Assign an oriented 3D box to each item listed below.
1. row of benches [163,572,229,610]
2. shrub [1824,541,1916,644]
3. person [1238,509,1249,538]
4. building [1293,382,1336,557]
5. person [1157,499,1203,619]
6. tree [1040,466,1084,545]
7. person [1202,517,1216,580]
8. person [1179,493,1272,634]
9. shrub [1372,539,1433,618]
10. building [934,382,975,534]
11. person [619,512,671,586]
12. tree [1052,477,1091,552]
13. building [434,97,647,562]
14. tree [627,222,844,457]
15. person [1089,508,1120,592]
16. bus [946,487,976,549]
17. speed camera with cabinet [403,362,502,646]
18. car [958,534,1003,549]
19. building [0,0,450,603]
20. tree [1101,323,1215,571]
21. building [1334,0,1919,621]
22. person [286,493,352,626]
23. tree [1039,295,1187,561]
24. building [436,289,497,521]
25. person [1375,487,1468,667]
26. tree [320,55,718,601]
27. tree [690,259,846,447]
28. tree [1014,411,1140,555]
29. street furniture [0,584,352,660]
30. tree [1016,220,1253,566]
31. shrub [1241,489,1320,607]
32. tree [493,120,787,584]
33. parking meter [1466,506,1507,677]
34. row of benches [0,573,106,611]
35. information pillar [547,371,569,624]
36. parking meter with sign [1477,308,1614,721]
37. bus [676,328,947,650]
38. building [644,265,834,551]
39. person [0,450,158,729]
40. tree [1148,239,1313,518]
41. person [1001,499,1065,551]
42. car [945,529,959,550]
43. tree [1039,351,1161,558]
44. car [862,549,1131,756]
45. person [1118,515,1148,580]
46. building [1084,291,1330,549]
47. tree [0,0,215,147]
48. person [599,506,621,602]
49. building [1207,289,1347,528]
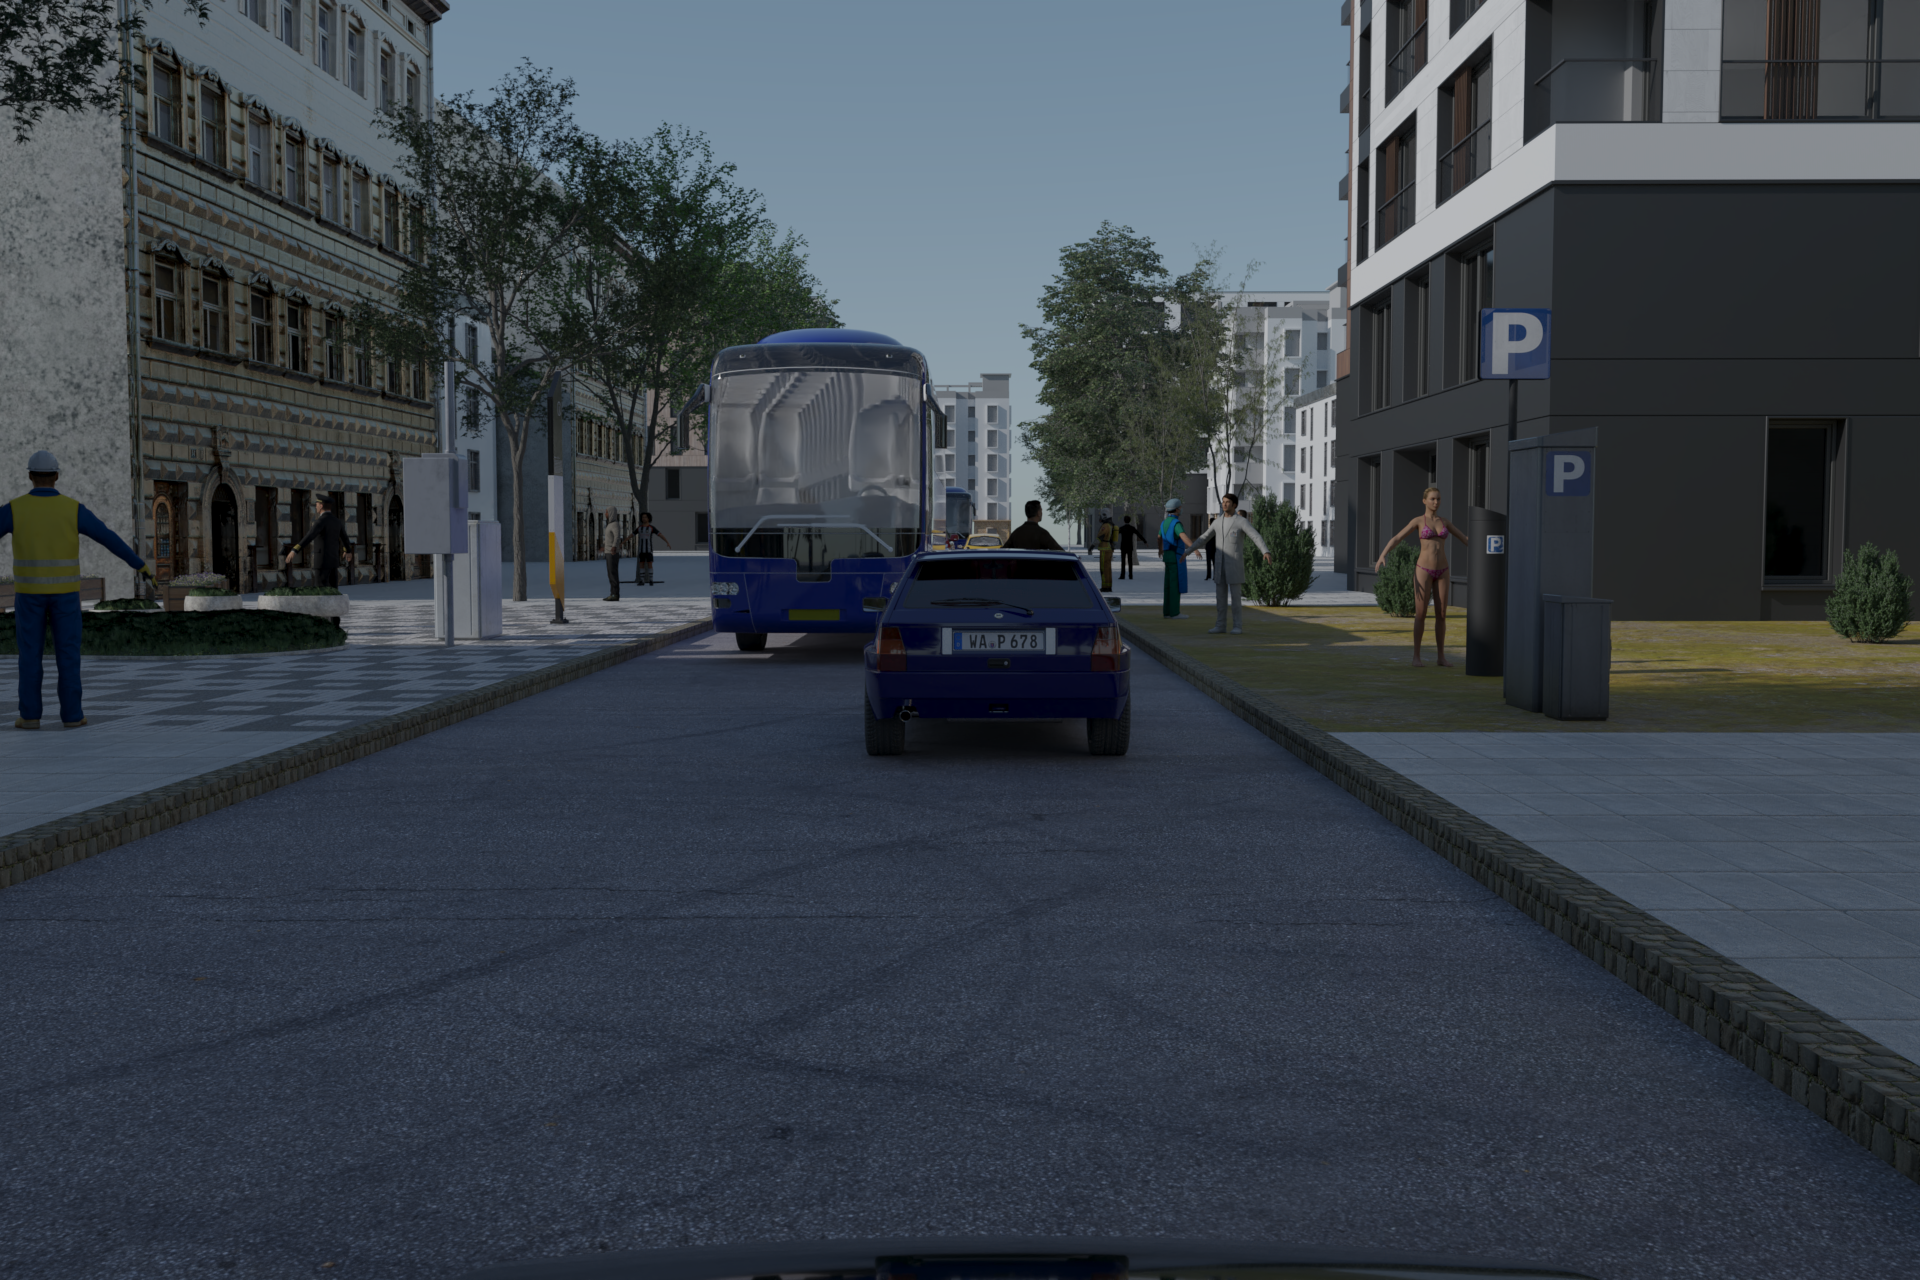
[{"bbox_3d":[-11.616,-0.672,26.447,1.422,0.672,4.104,-1,4,-19],"label":"row of benches"},{"bbox_3d":[10.689,-0.565,20.352,1.383,1.207,1.383,0,3,0],"label":"shrub"},{"bbox_3d":[6.050,-1.909,37.345,0.704,1.812,1.346,2,4,31],"label":"person"},{"bbox_3d":[25.255,-9.274,93.776,9.099,9.664,28.070,0,3,0],"label":"building"},{"bbox_3d":[3.268,-1.230,26.245,0.704,1.817,1.347,-1,4,-20],"label":"person"},{"bbox_3d":[14.310,-18.314,206.090,9.857,13.997,8.962,0,3,0],"label":"tree"},{"bbox_3d":[6.922,-2.522,47.951,1.216,1.740,0.721,-2,4,-32],"label":"person"},{"bbox_3d":[3.448,-0.985,22.289,1.347,1.806,0.705,3,5,39],"label":"person"},{"bbox_3d":[6.830,-0.951,26.660,1.383,1.207,1.383,0,3,0],"label":"shrub"},{"bbox_3d":[-5.108,-21.399,208.747,11.380,20.090,16.016,0,4,7],"label":"building"},{"bbox_3d":[-7.799,-2.252,42.970,1.345,1.843,0.704,0,4,8],"label":"person"},{"bbox_3d":[7.325,-10.253,117.994,4.360,8.622,3.978,0,3,0],"label":"tree"},{"bbox_3d":[-26.864,-15.710,87.783,19.493,23.208,18.063,0,4,0],"label":"building"},{"bbox_3d":[-7.659,-8.069,57.685,9.928,11.665,9.643,0,3,0],"label":"tree"},{"bbox_3d":[3.195,-1.985,38.220,0.705,1.858,1.354,2,4,26],"label":"person"},{"bbox_3d":[-0.580,-6.223,93.287,2.896,3.916,12.251,0,4,0],"label":"bus"},{"bbox_3d":[-6.048,-1.612,20.687,0.660,3.252,2.038,0,4,1],"label":"speed camera with cabinet"},{"bbox_3d":[0.927,-3.444,66.526,2.015,1.641,3.980,0,3,0],"label":"car"},{"bbox_3d":[-24.460,-12.842,40.891,19.493,23.208,18.063,0,4,1],"label":"building"},{"bbox_3d":[7.212,-6.726,60.329,4.360,8.622,3.978,0,3,0],"label":"tree"},{"bbox_3d":[22.770,-12.044,40.889,27.936,21.610,32.646,0,4,1],"label":"building"},{"bbox_3d":[-8.700,-1.086,23.699,0.705,1.837,1.347,1,4,16],"label":"person"},{"bbox_3d":[7.363,-10.035,82.204,7.486,12.596,7.792,0,3,0],"label":"tree"},{"bbox_3d":[-21.884,-7.506,64.877,9.099,9.664,28.070,0,4,1],"label":"building"},{"bbox_3d":[4.587,-0.608,16.738,1.217,1.733,0.721,0,4,-8],"label":"person"},{"bbox_3d":[-8.265,-6.037,33.116,8.767,10.594,7.601,1,4,22],"label":"tree"},{"bbox_3d":[-8.017,-10.564,79.375,9.857,13.997,8.962,0,3,0],"label":"tree"},{"bbox_3d":[7.731,-10.492,105.958,7.601,10.594,8.767,3,5,42],"label":"tree"},{"bbox_3d":[-11.927,-0.240,19.557,10.072,0.657,5.734,0,4,-6],"label":"street furniture"},{"bbox_3d":[6.927,-9.996,70.092,9.857,13.997,8.962,0,3,0],"label":"tree"},{"bbox_3d":[5.513,-1.628,30.652,1.661,2.075,1.752,0,3,0],"label":"shrub"},{"bbox_3d":[-8.349,-7.281,44.793,9.928,11.665,9.643,0,3,0],"label":"tree"},{"bbox_3d":[4.792,-0.446,15.707,0.372,1.533,0.369,0,3,0],"label":"parking meter"},{"bbox_3d":[-14.655,-0.727,27.354,1.422,0.672,4.104,0,4,-5],"label":"row of benches"},{"bbox_3d":[-5.756,-2.039,24.686,0.183,3.616,0.504,0,4,2],"label":"information pillar"},{"bbox_3d":[4.295,-1.002,12.642,0.543,3.016,1.738,0,4,-1],"label":"parking meter with sign"},{"bbox_3d":[-1.548,-2.018,24.541,2.896,3.916,12.251,0,4,0],"label":"bus"},{"bbox_3d":[-25.973,-18.536,147.035,27.936,21.610,32.646,0,4,1],"label":"building"},{"bbox_3d":[-6.058,-0.338,11.494,1.349,1.833,0.705,-2,4,-29],"label":"person"},{"bbox_3d":[6.657,-5.713,43.770,4.360,8.622,3.978,0,3,0],"label":"tree"},{"bbox_3d":[0.829,-0.646,19.163,1.346,1.812,0.704,3,5,43],"label":"person"},{"bbox_3d":[-1.167,-2.464,48.954,2.281,1.827,5.304,0,4,1],"label":"car"},{"bbox_3d":[7.897,-10.247,93.290,9.928,11.665,9.643,0,3,0],"label":"tree"},{"bbox_3d":[0.239,0.002,12.546,1.945,1.354,3.894,0,3,0],"label":"car"},{"bbox_3d":[4.699,-2.612,48.898,1.347,1.806,0.705,-1,4,-13],"label":"person"},{"bbox_3d":[25.421,-19.469,162.296,27.936,21.610,32.646,0,4,0],"label":"building"},{"bbox_3d":[-8.394,-4.652,10.467,8.767,10.594,7.601,1,4,18],"label":"tree"},{"bbox_3d":[-6.665,-1.648,33.079,0.705,1.813,1.348,-1,4,-22],"label":"person"},{"bbox_3d":[25.494,-17.415,141.162,16.016,20.090,11.380,0,4,1],"label":"building"}]
